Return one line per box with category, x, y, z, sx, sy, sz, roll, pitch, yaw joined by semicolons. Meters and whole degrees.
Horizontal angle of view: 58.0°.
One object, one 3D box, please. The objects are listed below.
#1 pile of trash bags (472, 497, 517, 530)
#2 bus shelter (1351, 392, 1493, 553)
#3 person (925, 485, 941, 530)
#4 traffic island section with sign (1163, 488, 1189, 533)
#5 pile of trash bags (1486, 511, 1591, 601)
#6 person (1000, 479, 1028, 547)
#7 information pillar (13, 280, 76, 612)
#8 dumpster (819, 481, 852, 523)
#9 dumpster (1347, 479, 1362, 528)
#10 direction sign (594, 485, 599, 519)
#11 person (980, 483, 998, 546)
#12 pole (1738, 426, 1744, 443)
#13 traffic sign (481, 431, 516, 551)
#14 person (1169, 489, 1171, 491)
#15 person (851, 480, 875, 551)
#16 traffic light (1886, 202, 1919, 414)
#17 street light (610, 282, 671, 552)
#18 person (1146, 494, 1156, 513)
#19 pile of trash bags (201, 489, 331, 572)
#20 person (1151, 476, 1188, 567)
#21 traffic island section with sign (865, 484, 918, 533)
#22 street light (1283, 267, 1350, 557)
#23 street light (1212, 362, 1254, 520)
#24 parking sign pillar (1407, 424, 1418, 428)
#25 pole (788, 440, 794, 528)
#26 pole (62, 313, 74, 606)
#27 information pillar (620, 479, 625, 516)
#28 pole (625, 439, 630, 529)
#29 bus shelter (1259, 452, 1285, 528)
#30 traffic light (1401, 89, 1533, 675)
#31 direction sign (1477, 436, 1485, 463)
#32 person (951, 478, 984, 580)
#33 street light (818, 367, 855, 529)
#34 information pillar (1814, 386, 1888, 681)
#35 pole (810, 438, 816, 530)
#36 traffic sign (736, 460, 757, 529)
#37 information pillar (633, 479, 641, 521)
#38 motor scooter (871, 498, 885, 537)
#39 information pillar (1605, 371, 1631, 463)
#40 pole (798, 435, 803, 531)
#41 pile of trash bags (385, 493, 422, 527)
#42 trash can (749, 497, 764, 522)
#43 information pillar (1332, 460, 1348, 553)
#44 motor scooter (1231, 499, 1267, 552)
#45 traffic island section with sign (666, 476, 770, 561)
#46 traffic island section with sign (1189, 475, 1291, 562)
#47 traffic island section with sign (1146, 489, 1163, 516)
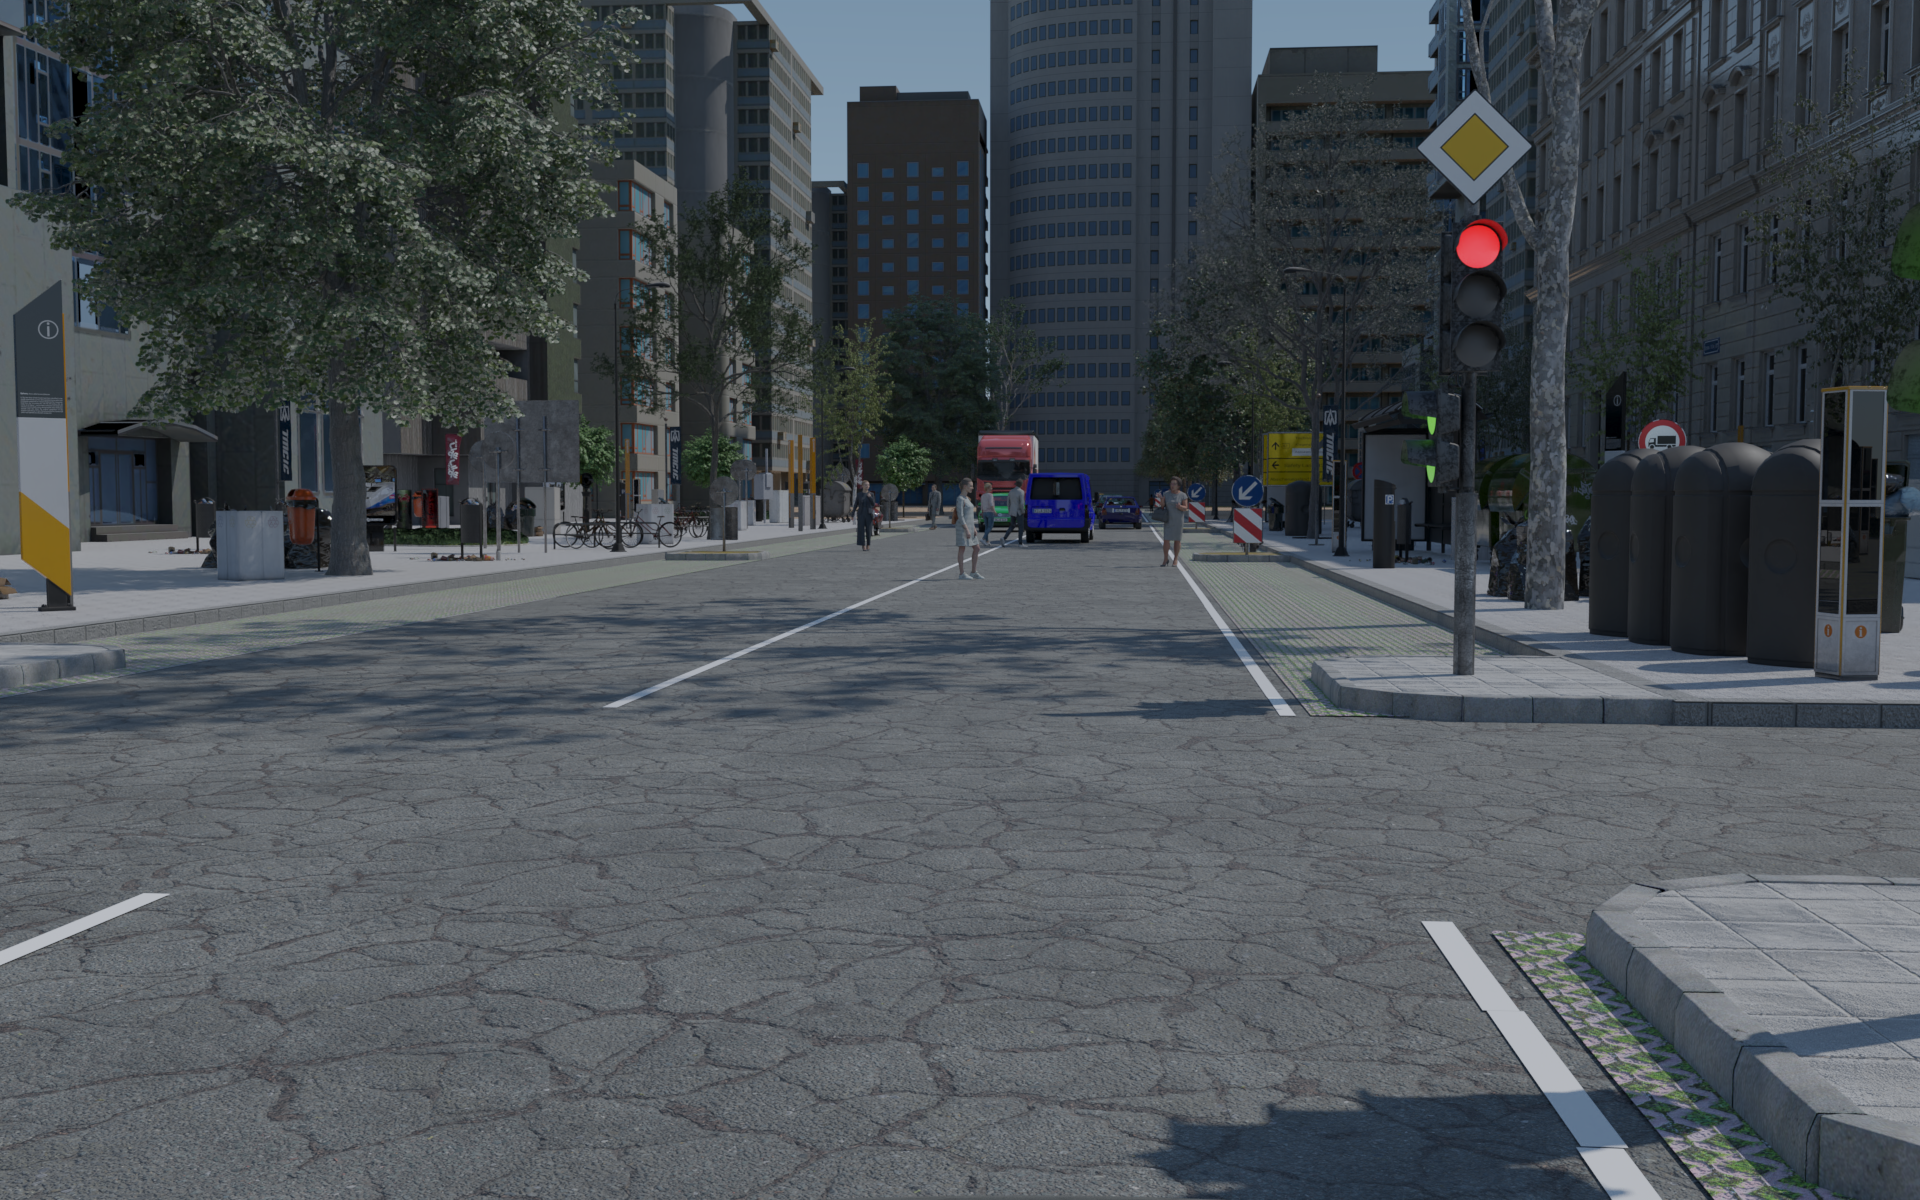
pile of trash bags;-16.112;-3.179;61.724;3.447;1.369;1.912;3;4;37
bus shelter;9.663;-2.617;36.707;2.014;3.302;5.546;0;4;5
person;-1.086;-3.726;69.528;0.694;1.812;0.767;3;4;38
traffic island section with sign;8.615;-3.391;64.071;1.989;1.847;2.006;0;4;5
pile of trash bags;8.255;-0.698;21.159;3.447;1.369;1.912;1;4;15
person;1.470;-2.329;46.433;0.795;1.843;0.661;-3;4;-38
information pillar;-9.984;-1.683;18.869;0.504;3.616;0.183;-3;5;-41
dumpster;-5.617;-4.405;77.778;1.264;1.857;1.865;0;4;5
dumpster;15.374;-3.683;65.972;1.264;1.857;1.865;0;4;5
direction sign;-18.852;-5.991;89.948;0.379;3.537;0.876;0;4;1
person;0.760;-2.375;47.996;0.731;1.740;0.598;3;5;40
pole;23.250;-3.535;51.641;0.158;3.312;0.155;0;3;0
traffic sign;-9.402;-2.149;35.242;0.768;2.556;0.104;1;4;13
person;12.913;-5.968;106.632;0.990;1.755;0.434;3;4;38
person;-2.418;-2.120;43.588;0.576;1.772;0.534;-2;4;-24
traffic light;2.795;-0.938;4.255;0.839;4.253;0.868;0;4;5
street light;-7.038;-4.014;38.164;1.470;5.913;1.316;0;4;5
person;13.654;-6.843;123.640;1.065;1.426;0.557;-3;5;-41
pile of trash bags;-11.647;-1.214;29.602;1.912;1.369;3.447;-3;4;-37
person;4.109;-1.547;34.159;0.716;1.782;0.532;1;4;21
traffic island section with sign;-2.630;-3.444;64.932;1.989;1.847;2.006;0;4;5
street light;7.319;-3.855;35.574;1.470;5.913;1.316;0;4;5
street light;9.690;-5.387;60.623;1.470;5.913;1.316;0;4;5
parking sign pillar;16.928;-4.577;63.303;1.447;3.967;1.447;2;4;31
pole;-6.378;-4.379;65.433;0.158;3.312;0.155;0;3;0
pole;-10.188;-1.573;19.566;0.158;3.312;0.155;0;3;0
information pillar;-16.952;-5.050;87.066;0.304;2.012;0.304;2;4;35
pole;-12.306;-4.298;64.117;0.158;3.312;0.155;0;3;0
bus shelter;12.102;-4.229;63.074;2.014;3.302;5.546;0;4;6
traffic light;3.563;-1.424;12.203;0.839;4.253;0.868;0;4;5
direction sign;20.222;-4.619;67.510;0.379;3.537;0.876;-1;4;-9
person;0.098;-1.194;29.033;0.522;1.701;0.512;1;4;19
street light;-4.521;-5.565;63.527;1.470;5.913;1.316;0;4;5
information pillar;6.159;-0.458;11.977;0.304;2.012;0.304;0;4;-7
pole;-5.324;-4.206;62.609;0.158;3.312;0.155;0;3;0
traffic sign;-7.905;-3.915;64.114;0.768;2.556;0.104;0;4;7
information pillar;-15.395;-4.775;82.567;0.304;2.012;0.304;0;4;2
motor scooter;-2.920;-2.816;58.814;0.815;1.314;1.986;0;4;5
information pillar;12.564;-2.560;33.219;0.183;3.616;0.504;-1;4;-19
pole;-5.487;-4.018;59.532;0.158;3.312;0.155;0;3;0
pile of trash bags;-21.151;-3.268;63.183;3.447;1.369;1.912;-1;4;-17
trash can;-9.424;-4.214;80.548;0.748;1.137;0.748;0;3;0
information pillar;8.288;-2.036;37.789;0.304;2.012;0.304;1;4;18
motor scooter;6.581;-1.626;39.355;0.815;1.314;1.986;0;4;4
traffic island section with sign;-5.237;-1.793;37.942;1.989;1.847;2.006;0;4;5
traffic island section with sign;5.997;-1.741;37.086;1.989;1.847;2.006;0;4;5
traffic island section with sign;13.410;-6.428;113.729;1.989;1.847;2.006;0;4;5
